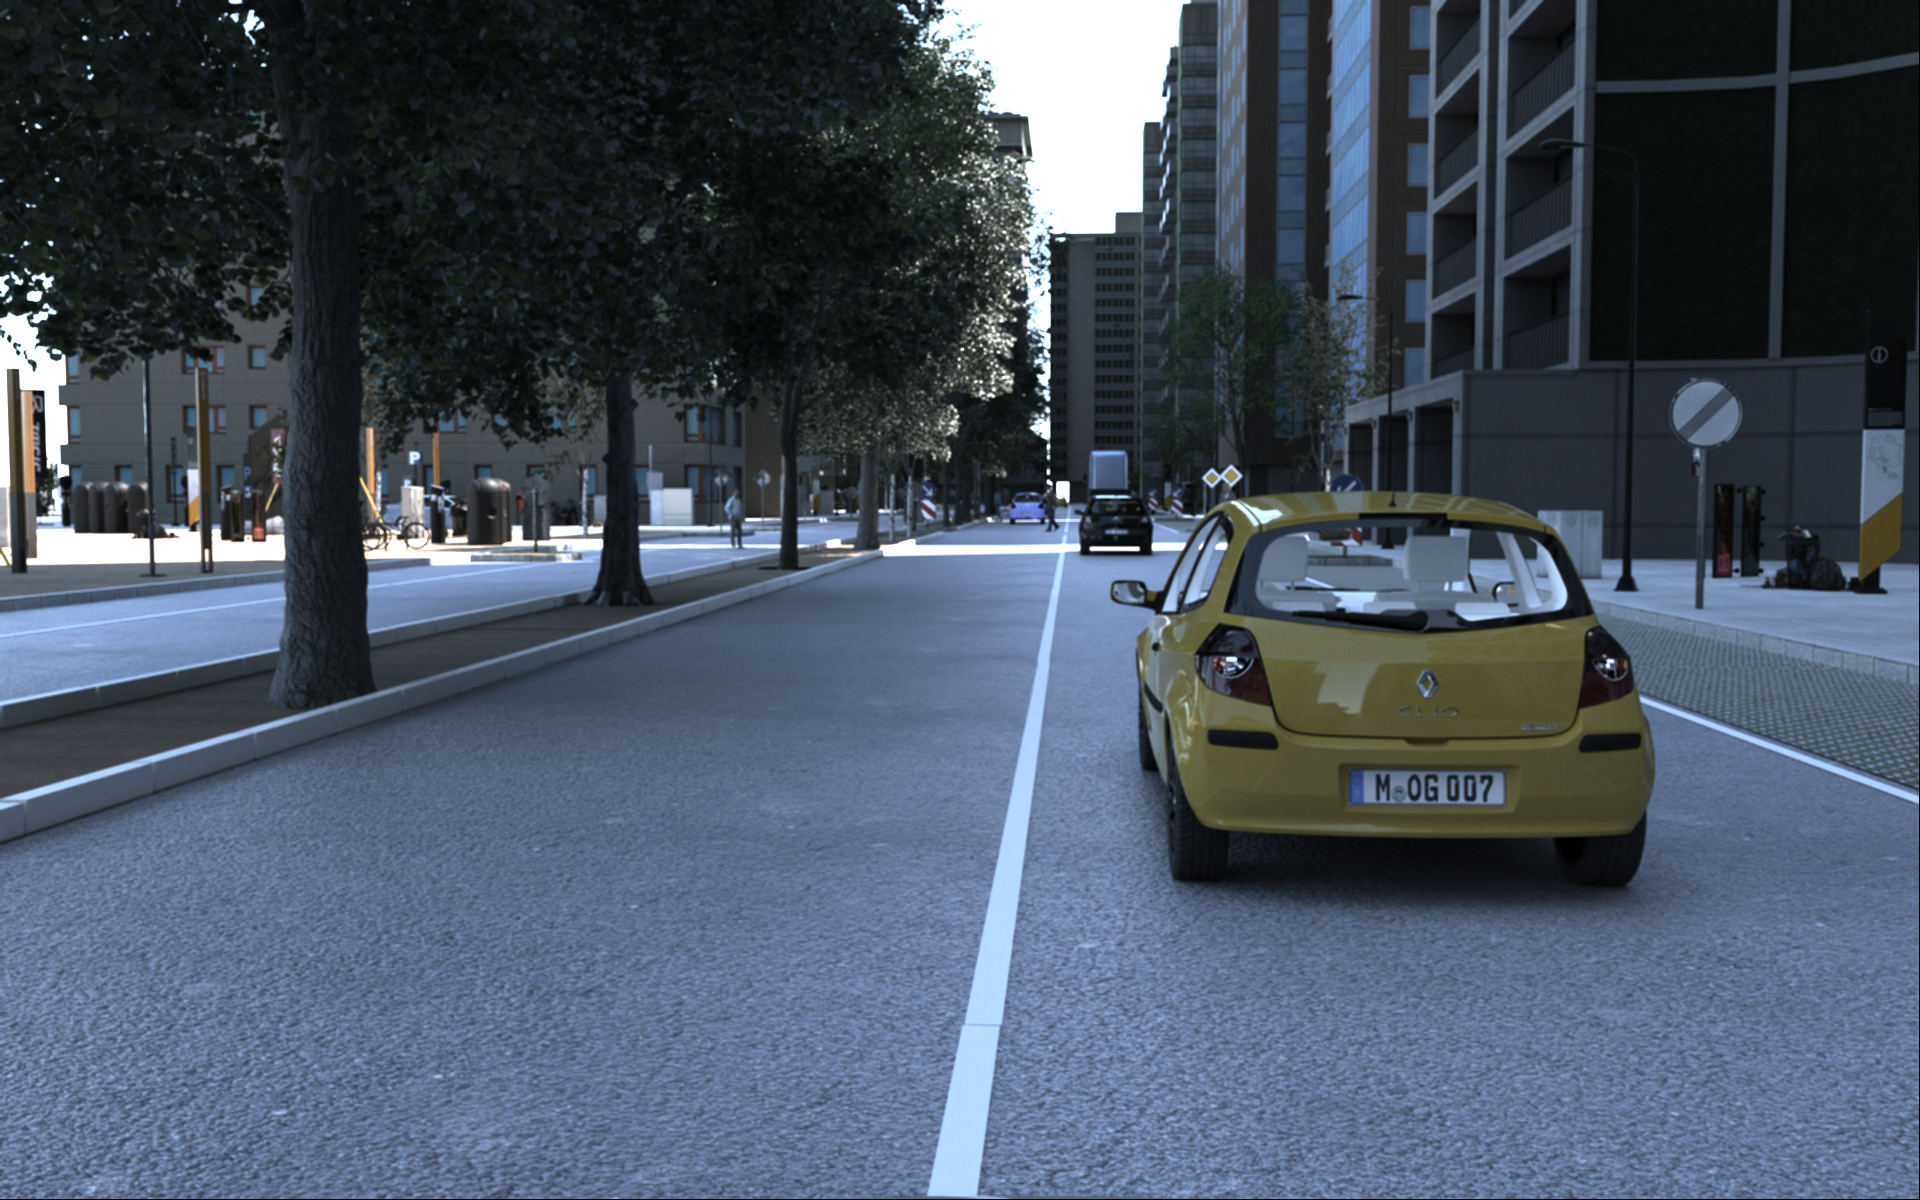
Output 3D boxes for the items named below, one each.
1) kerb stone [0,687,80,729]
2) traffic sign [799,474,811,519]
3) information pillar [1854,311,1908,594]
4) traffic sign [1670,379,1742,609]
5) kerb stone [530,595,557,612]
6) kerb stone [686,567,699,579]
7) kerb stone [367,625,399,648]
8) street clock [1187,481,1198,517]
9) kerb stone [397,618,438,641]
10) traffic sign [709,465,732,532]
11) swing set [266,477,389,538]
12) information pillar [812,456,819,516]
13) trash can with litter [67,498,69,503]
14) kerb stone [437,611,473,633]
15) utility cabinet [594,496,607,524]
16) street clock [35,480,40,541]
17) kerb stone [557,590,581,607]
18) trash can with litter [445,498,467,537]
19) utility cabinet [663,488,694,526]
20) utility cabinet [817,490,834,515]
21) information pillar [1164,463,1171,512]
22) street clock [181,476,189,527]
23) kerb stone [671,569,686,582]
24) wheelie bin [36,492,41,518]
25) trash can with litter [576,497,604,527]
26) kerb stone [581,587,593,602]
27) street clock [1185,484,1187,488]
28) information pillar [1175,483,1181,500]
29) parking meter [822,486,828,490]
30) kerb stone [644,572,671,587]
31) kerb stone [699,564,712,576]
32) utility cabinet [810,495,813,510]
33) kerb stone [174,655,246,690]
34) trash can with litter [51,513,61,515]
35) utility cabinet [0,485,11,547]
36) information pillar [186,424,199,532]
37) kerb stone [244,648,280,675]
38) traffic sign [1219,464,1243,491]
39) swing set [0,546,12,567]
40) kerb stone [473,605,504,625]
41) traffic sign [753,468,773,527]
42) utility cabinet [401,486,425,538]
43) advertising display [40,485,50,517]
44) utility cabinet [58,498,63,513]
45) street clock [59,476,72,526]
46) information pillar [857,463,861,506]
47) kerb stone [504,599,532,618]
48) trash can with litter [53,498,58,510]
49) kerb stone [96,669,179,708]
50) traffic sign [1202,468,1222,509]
[{"bbox_3d":[-5.840,0.683,11.021,0.120,0.150,1.000,0,4,4],"label":"kerb stone"},{"bbox_3d":[-7.976,-5.310,88.941,0.606,2.300,0.079,0,4,6],"label":"traffic sign"},{"bbox_3d":[11.828,-1.888,22.221,0.504,3.616,0.183,1,4,9],"label":"information pillar"},{"bbox_3d":[8.266,-1.173,19.287,0.768,2.556,0.104,0,4,6],"label":"traffic sign"},{"bbox_3d":[-5.177,0.059,21.238,0.120,0.150,1.000,0,4,4],"label":"kerb stone"},{"bbox_3d":[-4.645,-0.442,29.419,0.120,0.150,1.000,0,4,4],"label":"kerb stone"},{"bbox_3d":[-5.506,0.374,16.138,0.120,0.150,1.000,0,4,4],"label":"kerb stone"},{"bbox_3d":[13.277,-5.722,98.122,0.358,2.002,0.471,2,4,26],"label":"street clock"},{"bbox_3d":[-5.440,0.308,17.157,0.120,0.150,1.000,0,4,4],"label":"kerb stone"},{"bbox_3d":[-8.148,-3.389,59.054,0.795,2.450,0.064,0,4,4],"label":"traffic sign"},{"bbox_3d":[-18.329,-3.194,49.845,2.862,2.851,3.119,0,4,2],"label":"swing set"},{"bbox_3d":[-8.507,-6.780,102.205,0.504,3.616,0.183,3,5,42],"label":"information pillar"},{"bbox_3d":[-48.811,-5.135,95.351,0.624,1.170,1.055,-1,4,-13],"label":"trash can with litter"},{"bbox_3d":[-5.370,0.247,18.177,0.120,0.150,1.000,0,4,4],"label":"kerb stone"},{"bbox_3d":[-14.556,-3.684,71.396,1.020,1.237,0.306,0,4,-7],"label":"utility cabinet"},{"bbox_3d":[-25.033,-2.577,46.696,0.471,2.002,0.358,0,4,-6],"label":"street clock"},{"bbox_3d":[-5.107,0.005,22.258,0.120,0.150,1.000,0,4,4],"label":"kerb stone"},{"bbox_3d":[-15.362,-2.505,52.346,1.055,1.170,0.624,0,4,-4],"label":"trash can with litter"},{"bbox_3d":[-11.091,-3.649,68.347,1.173,1.500,0.318,1,4,12],"label":"utility cabinet"},{"bbox_3d":[-8.083,-5.778,103.157,1.173,1.500,0.318,2,4,28],"label":"utility cabinet"},{"bbox_3d":[15.239,-8.299,127.036,0.504,3.616,0.183,0,4,3],"label":"information pillar"},{"bbox_3d":[-30.490,-3.903,68.377,0.358,2.002,0.471,0,4,6],"label":"street clock"},{"bbox_3d":[-4.705,-0.374,28.397,0.120,0.150,1.000,0,4,4],"label":"kerb stone"},{"bbox_3d":[-51.617,-5.422,96.551,0.980,1.594,0.693,0,4,-3],"label":"wheelie bin"},{"bbox_3d":[-14.359,-3.419,67.284,1.055,1.170,0.624,1,4,9],"label":"trash can with litter"},{"bbox_3d":[-5.041,-0.063,23.290,0.120,0.150,1.000,0,4,4],"label":"kerb stone"},{"bbox_3d":[16.030,-7.168,121.773,0.358,2.002,0.471,3,5,44],"label":"street clock"},{"bbox_3d":[14.688,-6.858,116.621,0.304,2.012,0.304,-2,4,-32],"label":"information pillar"},{"bbox_3d":[-9.257,-6.897,118.478,0.399,1.863,0.255,-3,4,-37],"label":"parking meter"},{"bbox_3d":[-4.788,-0.317,27.378,0.120,0.150,1.000,0,4,4],"label":"kerb stone"},{"bbox_3d":[-4.578,-0.505,30.450,0.120,0.150,1.000,0,4,4],"label":"kerb stone"},{"bbox_3d":[-11.667,-7.906,140.420,1.020,1.237,0.306,1,4,10],"label":"utility cabinet"},{"bbox_3d":[-5.700,0.559,13.063,0.120,0.150,1.000,0,4,4],"label":"kerb stone"},{"bbox_3d":[-54.654,-5.789,105.704,2.233,1.210,1.678,0,4,-7],"label":"trash can with litter"},{"bbox_3d":[-23.107,-2.016,41.636,1.173,1.500,0.318,2,4,32],"label":"utility cabinet"},{"bbox_3d":[-25.705,-4.085,58.152,0.504,3.616,0.183,1,4,10],"label":"information pillar"},{"bbox_3d":[-5.639,0.496,14.092,0.120,0.150,1.000,0,4,4],"label":"kerb stone"},{"bbox_3d":[9.059,-3.320,57.921,0.795,2.450,0.064,0,4,4],"label":"traffic sign"},{"bbox_3d":[-17.458,-1.889,28.510,2.862,2.851,3.119,-1,4,-23],"label":"swing set"},{"bbox_3d":[-5.306,0.188,19.197,0.120,0.150,1.000,0,4,4],"label":"kerb stone"},{"bbox_3d":[-7.631,-3.876,67.022,0.795,2.450,0.064,0,4,4],"label":"traffic sign"},{"bbox_3d":[-15.819,-2.535,50.132,0.318,1.500,1.173,0,4,0],"label":"utility cabinet"},{"bbox_3d":[-50.677,-5.546,95.898,0.974,1.923,0.123,3,5,39],"label":"advertising display"},{"bbox_3d":[-62.371,-6.672,120.243,0.306,1.237,1.020,-3,5,-40],"label":"utility cabinet"},{"bbox_3d":[-35.388,-3.914,68.569,0.358,2.002,0.471,1,4,11],"label":"street clock"},{"bbox_3d":[-6.823,-7.814,119.114,0.504,3.616,0.183,-1,4,-10],"label":"information pillar"},{"bbox_3d":[-5.246,0.125,20.217,0.120,0.150,1.000,0,4,4],"label":"kerb stone"},{"bbox_3d":[-67.458,-7.199,129.083,1.055,1.170,0.624,-3,4,-37],"label":"trash can with litter"},{"bbox_3d":[-5.761,0.621,12.040,0.120,0.150,1.000,0,4,4],"label":"kerb stone"},{"bbox_3d":[9.576,-3.807,65.890,0.795,2.450,0.064,0,4,4],"label":"traffic sign"}]
